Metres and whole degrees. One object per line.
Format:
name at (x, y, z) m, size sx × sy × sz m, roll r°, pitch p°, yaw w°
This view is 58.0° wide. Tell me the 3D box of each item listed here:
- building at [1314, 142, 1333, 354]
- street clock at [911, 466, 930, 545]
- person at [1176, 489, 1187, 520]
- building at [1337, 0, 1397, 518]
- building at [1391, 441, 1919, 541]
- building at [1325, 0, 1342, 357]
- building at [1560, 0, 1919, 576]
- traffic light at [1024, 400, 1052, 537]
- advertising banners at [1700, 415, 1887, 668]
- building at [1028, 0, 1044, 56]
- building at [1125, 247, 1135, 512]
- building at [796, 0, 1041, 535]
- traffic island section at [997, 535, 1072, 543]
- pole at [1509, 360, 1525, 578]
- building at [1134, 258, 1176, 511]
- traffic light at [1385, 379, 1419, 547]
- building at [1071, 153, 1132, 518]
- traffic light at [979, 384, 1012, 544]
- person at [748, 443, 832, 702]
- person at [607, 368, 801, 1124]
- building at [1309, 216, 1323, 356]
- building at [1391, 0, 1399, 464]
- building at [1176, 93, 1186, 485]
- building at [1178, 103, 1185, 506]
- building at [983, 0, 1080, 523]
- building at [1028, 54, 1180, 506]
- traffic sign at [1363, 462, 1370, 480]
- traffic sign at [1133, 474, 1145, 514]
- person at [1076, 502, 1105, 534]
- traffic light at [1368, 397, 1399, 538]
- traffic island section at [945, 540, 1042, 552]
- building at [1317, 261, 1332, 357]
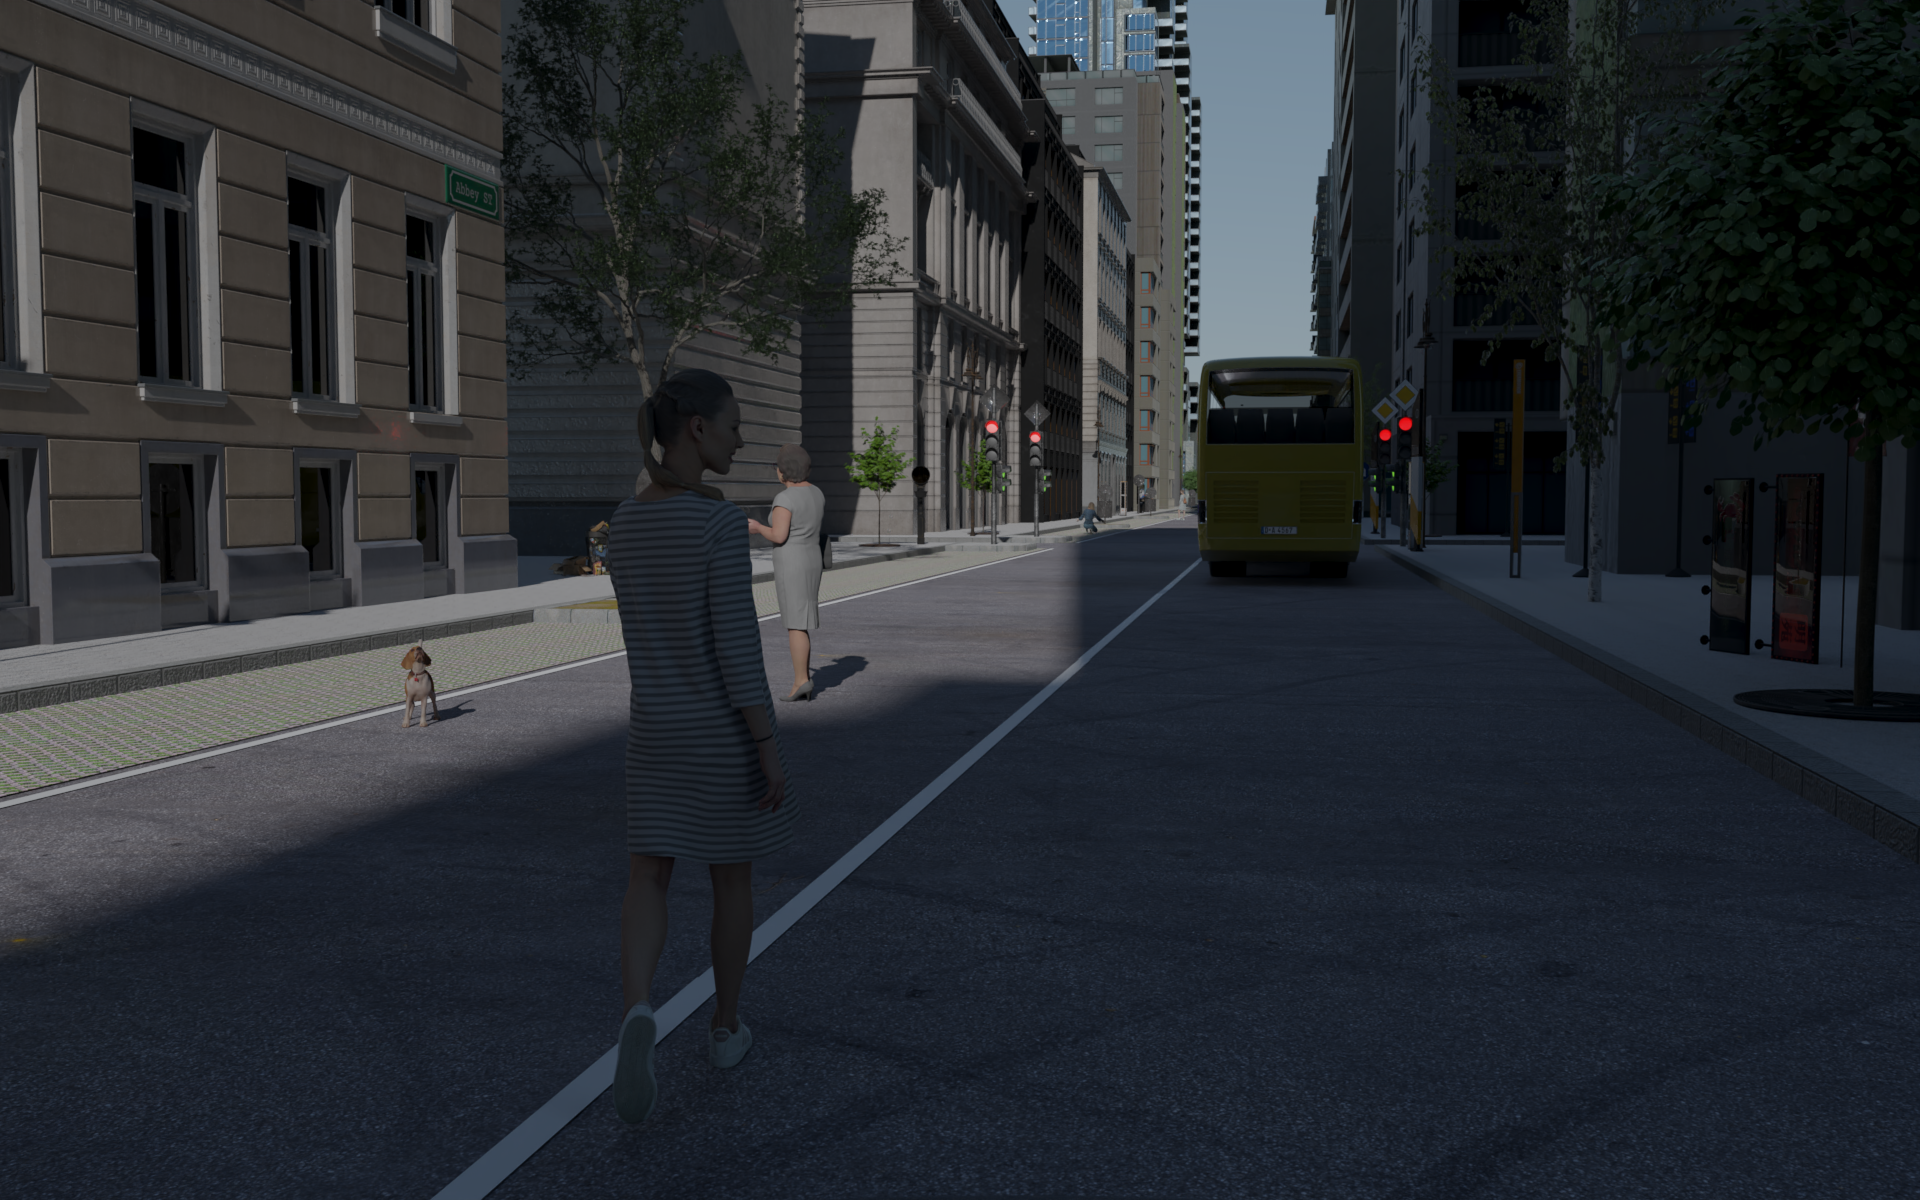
building at (59.400, -37.605, 234.445) m, size 23.786 × 49.044 × 30.456 m, roll 1°, pitch 4°, yaw 10°
street clock at (-0.995, -2.414, 44.043) m, size 0.471 × 2.002 × 0.358 m, roll 0°, pitch 4°, yaw 1°
person at (12.281, -5.265, 95.594) m, size 0.522 × 1.701 × 0.512 m, roll 3°, pitch 5°, yaw 44°
building at (33.547, -29.220, 101.456) m, size 21.300 × 48.544 × 21.600 m, roll 1°, pitch 4°, yaw 10°
building at (26.486, -38.002, 59.584) m, size 20.611 × 71.187 × 20.563 m, roll 1°, pitch 4°, yaw 10°
building at (48.598, -34.947, 160.615) m, size 28.713 × 52.752 × 27.495 m, roll 1°, pitch 4°, yaw 10°
building at (18.633, -21.302, 31.887) m, size 14.154 × 41.232 × 14.086 m, roll 1°, pitch 4°, yaw 10°
traffic light at (2.317, -3.856, 51.961) m, size 0.839 × 4.253 × 0.868 m, roll 1°, pitch 4°, yaw 10°
advertising banners at (6.385, -1.041, 13.201) m, size 0.090 × 3.025 × 2.074 m, roll -1°, pitch 4°, yaw -13°
building at (20.149, -55.799, 224.976) m, size 22.319 × 86.520 × 31.000 m, roll 1°, pitch 4°, yaw 10°
building at (5.175, -17.684, 118.813) m, size 12.332 × 23.373 × 15.834 m, roll 1°, pitch 4°, yaw 10°
building at (-5.154, -13.694, 65.695) m, size 13.314 × 21.916 × 24.055 m, roll 1°, pitch 4°, yaw 10°
traffic island section at (2.280, -1.824, 52.103) m, size 2.009 × 0.180 × 2.903 m, roll 1°, pitch 4°, yaw 10°
pole at (8.495, -1.991, 26.393) m, size 0.158 × 3.312 × 0.155 m, roll 0°, pitch 3°, yaw 0°
building at (3.097, -18.255, 143.501) m, size 27.650 × 21.520 × 28.899 m, roll 1°, pitch 4°, yaw 10°
traffic light at (10.831, -3.265, 42.310) m, size 0.839 × 4.253 × 0.868 m, roll 1°, pitch 4°, yaw 10°
building at (4.374, -15.436, 101.523) m, size 9.793 × 20.994 × 18.267 m, roll 1°, pitch 4°, yaw 10°
traffic light at (0.881, -3.375, 44.106) m, size 0.839 × 4.253 × 0.868 m, roll 1°, pitch 4°, yaw 10°
person at (-1.169, -0.196, 12.060) m, size 0.532 × 1.782 × 0.716 m, roll 2°, pitch 4°, yaw 27°
person at (-0.635, 0.312, 4.156) m, size 0.466 × 1.731 × 0.760 m, roll 0°, pitch 4°, yaw 2°
building at (64.692, -37.281, 264.168) m, size 22.147 × 44.769 × 28.867 m, roll 1°, pitch 4°, yaw 10°
building at (26.860, -26.078, 76.494) m, size 14.600 × 45.320 × 14.200 m, roll 1°, pitch 4°, yaw 10°
building at (17.482, -33.109, 191.434) m, size 14.600 × 45.320 × 14.200 m, roll 1°, pitch 4°, yaw 10°
building at (15.473, -30.193, 177.256) m, size 14.154 × 41.232 × 14.086 m, roll 1°, pitch 4°, yaw 10°
building at (-0.936, -15.623, 85.118) m, size 12.332 × 23.373 × 15.834 m, roll 1°, pitch 4°, yaw 10°
building at (12.840, -29.349, 163.444) m, size 14.154 × 41.232 × 14.086 m, roll 1°, pitch 4°, yaw 10°
traffic sign at (15.433, -4.082, 66.838) m, size 0.768 × 2.556 × 0.104 m, roll 1°, pitch 4°, yaw 13°
traffic sign at (11.605, -6.869, 112.408) m, size 0.768 × 2.556 × 0.104 m, roll 1°, pitch 4°, yaw 16°
person at (4.596, -2.933, 61.955) m, size 1.012 × 1.151 × 0.738 m, roll 2°, pitch 4°, yaw 24°
traffic light at (12.267, -3.746, 50.165) m, size 0.839 × 4.253 × 0.868 m, roll 1°, pitch 4°, yaw 10°
traffic island section at (0.843, -1.344, 44.247) m, size 2.009 × 0.180 × 2.903 m, roll 1°, pitch 4°, yaw 10°
building at (51.163, -27.046, 213.905) m, size 14.160 × 30.474 × 14.107 m, roll 1°, pitch 4°, yaw 10°
